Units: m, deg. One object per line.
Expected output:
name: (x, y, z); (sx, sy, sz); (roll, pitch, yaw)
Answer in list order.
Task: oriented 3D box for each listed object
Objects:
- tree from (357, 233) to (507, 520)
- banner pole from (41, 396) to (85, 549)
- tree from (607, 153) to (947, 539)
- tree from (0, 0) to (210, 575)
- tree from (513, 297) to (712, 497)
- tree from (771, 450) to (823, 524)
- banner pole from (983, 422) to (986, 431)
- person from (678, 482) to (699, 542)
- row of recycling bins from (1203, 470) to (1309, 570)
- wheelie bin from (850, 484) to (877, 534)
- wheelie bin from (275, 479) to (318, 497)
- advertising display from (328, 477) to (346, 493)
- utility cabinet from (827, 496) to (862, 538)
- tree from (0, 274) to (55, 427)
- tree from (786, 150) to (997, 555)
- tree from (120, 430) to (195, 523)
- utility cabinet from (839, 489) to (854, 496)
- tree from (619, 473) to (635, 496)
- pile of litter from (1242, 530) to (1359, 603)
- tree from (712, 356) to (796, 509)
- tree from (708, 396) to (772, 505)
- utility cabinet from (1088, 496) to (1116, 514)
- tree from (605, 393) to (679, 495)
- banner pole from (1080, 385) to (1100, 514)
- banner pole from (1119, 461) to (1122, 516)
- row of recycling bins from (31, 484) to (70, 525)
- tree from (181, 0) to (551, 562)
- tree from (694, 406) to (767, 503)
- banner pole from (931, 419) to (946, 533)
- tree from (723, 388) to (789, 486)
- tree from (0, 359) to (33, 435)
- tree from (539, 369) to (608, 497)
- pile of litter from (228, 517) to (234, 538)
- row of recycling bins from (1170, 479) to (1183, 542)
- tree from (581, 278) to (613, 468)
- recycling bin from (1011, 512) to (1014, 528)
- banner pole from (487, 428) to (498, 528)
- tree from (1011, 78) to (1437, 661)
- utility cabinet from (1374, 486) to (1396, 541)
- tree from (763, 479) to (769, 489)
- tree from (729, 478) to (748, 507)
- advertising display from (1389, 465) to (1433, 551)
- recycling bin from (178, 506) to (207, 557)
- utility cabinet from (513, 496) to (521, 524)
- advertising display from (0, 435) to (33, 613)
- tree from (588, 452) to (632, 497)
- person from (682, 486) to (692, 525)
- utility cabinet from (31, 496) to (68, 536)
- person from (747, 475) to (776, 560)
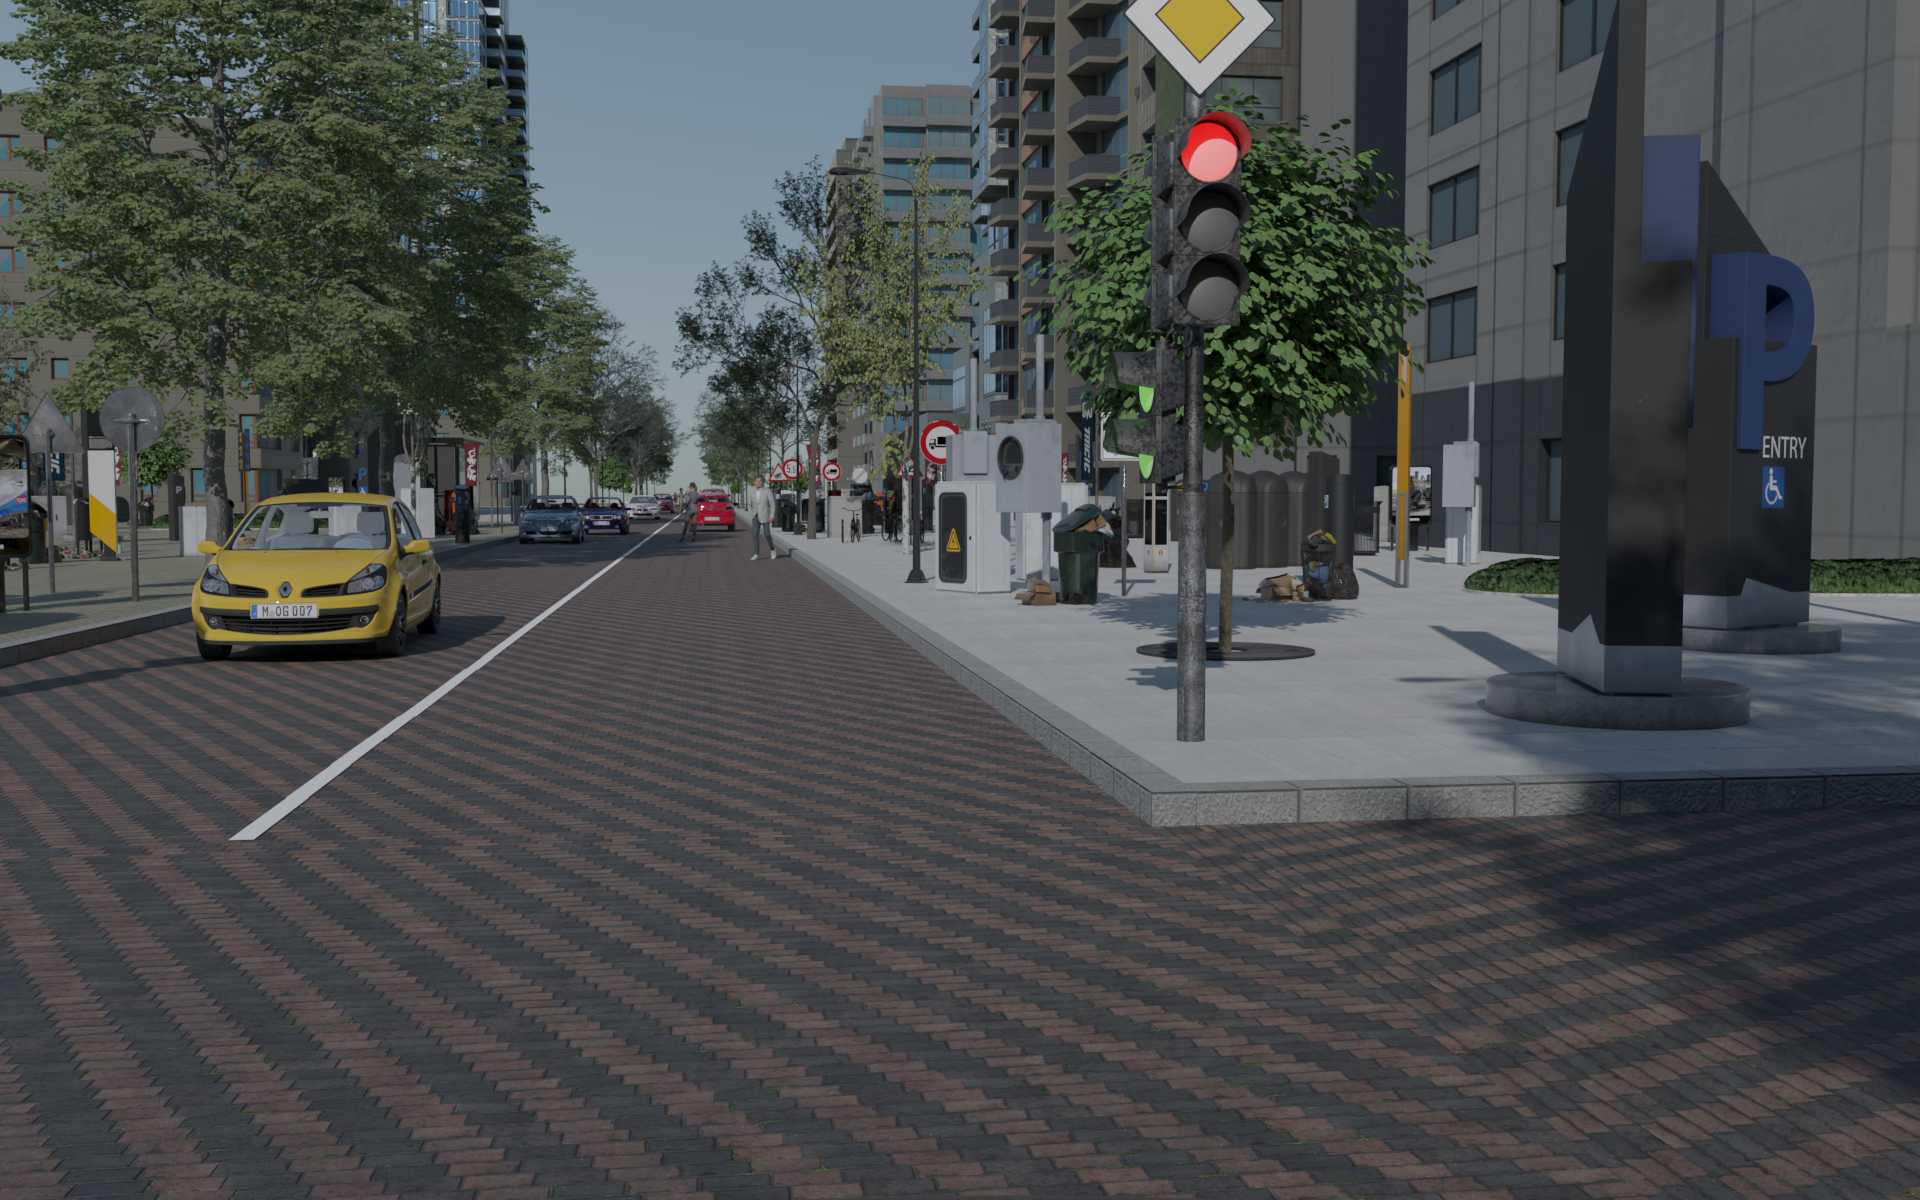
tree: (-14.307, -5.844, 45.908); (4.360, 8.622, 3.978); (0, 3, 0)
banner pole: (-20.957, -3.082, 40.411); (0.863, 3.779, 0.401); (-3, 5, -39)
tree: (-4.289, -6.978, 48.496); (8.767, 10.594, 7.601); (1, 4, 8)
tree: (-11.728, -6.708, 27.798); (7.486, 12.596, 7.792); (0, 3, 0)
tree: (-22.647, -12.048, 107.347); (12.009, 13.543, 11.850); (0, 3, 0)
tree: (-7.024, -4.928, 75.178); (1.663, 3.219, 1.824); (0, 3, 0)
banner pole: (0.834, -4.311, 60.507); (0.401, 3.779, 0.863); (0, 4, -4)
person: (-8.184, -2.656, 52.197); (0.573, 1.790, 0.520); (1, 4, 16)
row of recycling bins: (5.607, -1.441, 30.681); (1.069, 1.692, 3.534); (3, 5, 42)
wheelie bin: (-3.120, -2.918, 55.616); (0.980, 1.594, 0.693); (1, 4, 23)
wheelie bin: (-13.528, -1.681, 35.389); (0.693, 1.594, 0.980); (3, 5, 42)
advertising display: (-23.994, -3.764, 66.747); (0.974, 1.923, 0.123); (3, 4, 37)
utility cabinet: (-3.408, -2.443, 51.103); (1.020, 1.237, 0.306); (-2, 4, -29)
tree: (-32.295, -6.534, 57.198); (4.360, 8.622, 3.978); (0, 3, 0)
tree: (-1.388, -5.268, 36.492); (4.737, 8.622, 4.395); (0, 3, 0)
tree: (-33.786, -5.421, 72.347); (4.285, 4.588, 4.351); (0, 3, 0)
utility cabinet: (-4.855, -4.213, 77.558); (0.318, 1.500, 1.173); (3, 5, 45)
tree: (-29.720, -9.831, 155.334); (1.663, 3.219, 1.824); (0, 3, 0)
pile of litter: (4.144, -0.435, 21.079); (1.719, 0.858, 1.176); (-1, 4, -22)
tree: (-18.946, -14.635, 149.644); (12.009, 13.543, 11.850); (0, 3, 0)
tree: (-25.564, -17.203, 199.398); (7.486, 12.596, 7.792); (0, 3, 0)
utility cabinet: (3.970, -2.340, 49.417); (1.020, 1.237, 0.306); (-3, 4, -36)
tree: (-39.413, -18.755, 213.298); (9.857, 13.997, 8.962); (0, 3, 0)
banner pole: (2.985, -3.022, 39.434); (0.401, 3.779, 0.863); (3, 5, 39)
banner pole: (4.915, -3.805, 52.227); (0.401, 3.779, 0.863); (1, 4, 23)
row of recycling bins: (-37.749, -3.894, 70.778); (3.534, 1.692, 1.069); (-3, 4, -37)
tree: (-12.542, -7.390, 38.958); (7.486, 12.596, 7.792); (0, 3, 0)
tree: (-30.493, -19.898, 231.993); (9.857, 13.997, 8.962); (0, 3, 0)
banner pole: (-0.650, -4.155, 57.952); (0.401, 3.779, 0.863); (3, 4, 38)
tree: (-12.442, -9.564, 106.730); (4.360, 8.622, 3.978); (0, 3, 0)
tree: (-42.813, -7.620, 74.957); (4.737, 8.622, 4.395); (0, 3, 0)
tree: (-25.464, -11.364, 120.214); (8.767, 10.594, 7.601); (0, 4, 8)
pile of litter: (-18.690, -1.866, 44.481); (1.176, 0.858, 1.719); (0, 4, -4)
row of recycling bins: (6.984, -2.375, 45.948); (1.069, 1.692, 3.534); (-3, 5, -39)
tree: (-18.662, -9.664, 76.136); (7.486, 12.596, 7.792); (0, 3, 0)
recycling bin: (1.618, -3.301, 66.530); (0.722, 1.027, 0.722); (-1, 4, -21)
banner pole: (-17.746, -4.629, 65.702); (0.401, 3.779, 0.863); (0, 4, -8)
tree: (2.058, -1.844, 13.868); (4.285, 4.588, 4.351); (0, 3, 0)
utility cabinet: (11.641, -2.309, 46.434); (0.318, 1.500, 1.173); (-3, 4, -36)
tree: (-10.249, -6.261, 96.973); (1.663, 3.219, 1.824); (0, 3, 0)
tree: (-22.604, -11.212, 177.919); (1.663, 3.219, 1.824); (0, 3, 0)
advertising display: (10.120, -2.061, 38.918); (0.974, 1.923, 0.123); (-1, 4, -9)
recycling bin: (-15.667, -1.420, 35.774); (0.722, 1.027, 0.722); (-1, 4, -11)
utility cabinet: (-18.941, -3.847, 74.058); (0.306, 1.237, 1.020); (-1, 4, -17)
advertising display: (-10.497, -0.819, 18.612); (0.123, 1.923, 0.974); (3, 4, 37)
tree: (-27.430, -9.305, 135.857); (4.285, 4.588, 4.351); (0, 3, 0)
person: (-12.657, -4.408, 80.750); (0.526, 1.800, 0.537); (-2, 4, -31)
utility cabinet: (-28.277, -2.602, 53.712); (0.306, 1.237, 1.020); (3, 5, 43)
person: (-4.333, -1.807, 37.890); (0.661, 1.843, 0.795); (1, 4, 17)
